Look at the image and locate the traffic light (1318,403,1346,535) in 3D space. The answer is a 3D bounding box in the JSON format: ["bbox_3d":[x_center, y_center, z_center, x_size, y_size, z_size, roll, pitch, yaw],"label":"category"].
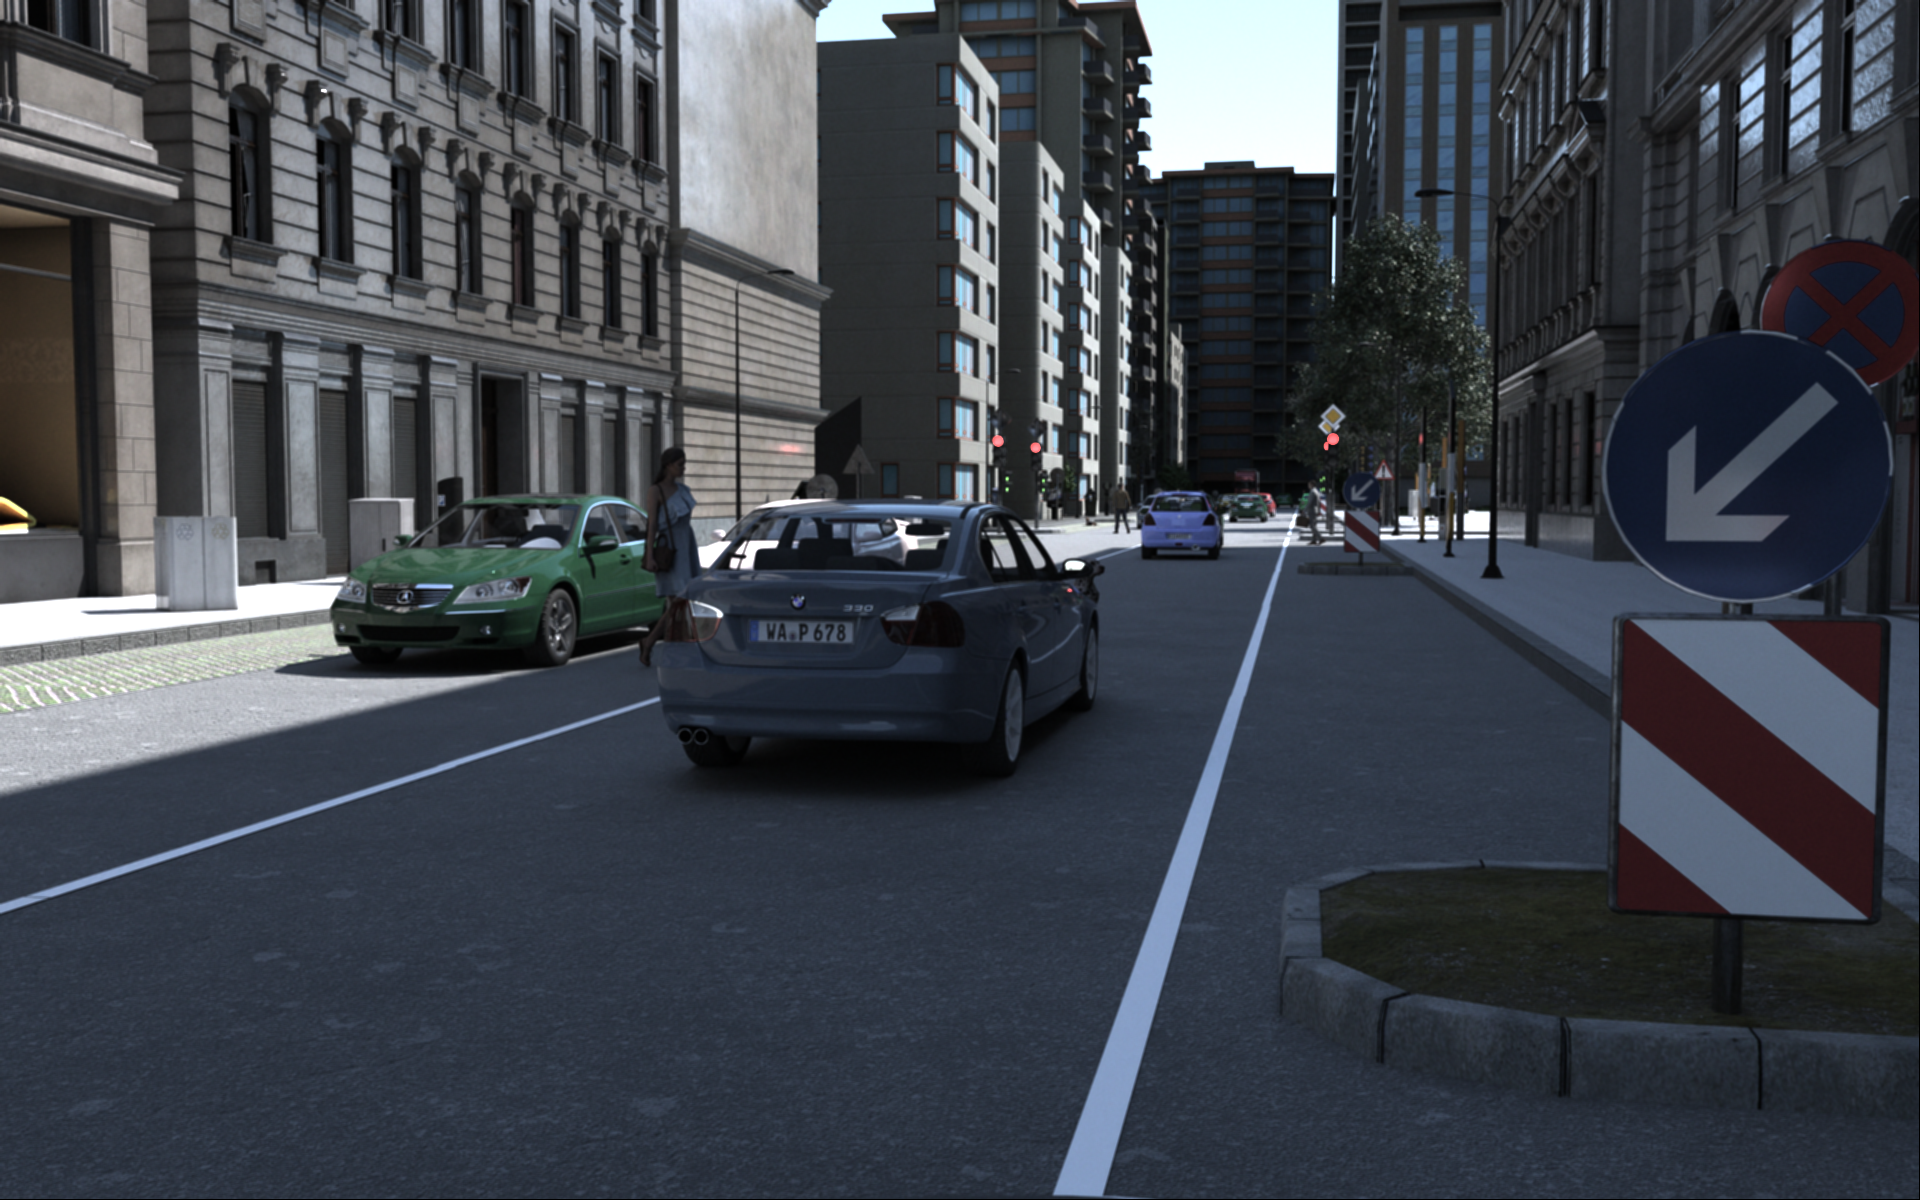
[{"bbox_3d":[11.559,-3.971,53.843,0.839,4.253,0.868,1,4,11],"label":"traffic light"}]

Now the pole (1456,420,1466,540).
[{"bbox_3d":[13.876,-3.311,47.974,0.158,3.312,0.155,0,3,0],"label":"pole"}]

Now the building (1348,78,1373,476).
[{"bbox_3d":[54.501,-34.765,192.114,21.300,48.544,21.600,1,4,11],"label":"building"}]

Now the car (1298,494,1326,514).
[{"bbox_3d":[25.300,-7.073,124.447,1.959,1.807,4.718,1,4,11],"label":"car"}]

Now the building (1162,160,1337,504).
[{"bbox_3d":[35.055,-35.230,230.630,28.867,44.769,22.147,1,4,11],"label":"building"}]

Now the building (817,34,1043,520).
[{"bbox_3d":[-10.780,-14.509,82.262,27.650,21.520,28.899,1,4,11],"label":"building"}]

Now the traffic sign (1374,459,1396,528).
[{"bbox_3d":[15.795,-3.953,64.629,0.884,2.594,0.081,1,4,17],"label":"traffic sign"}]

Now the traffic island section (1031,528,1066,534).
[{"bbox_3d":[2.802,-2.541,63.823,2.009,0.180,2.903,1,4,11],"label":"traffic island section"}]

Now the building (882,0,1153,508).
[{"bbox_3d":[5.424,-30.585,154.683,22.147,44.769,28.867,1,4,11],"label":"building"}]

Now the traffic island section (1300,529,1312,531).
[{"bbox_3d":[13.143,-2.416,61.783,2.009,0.180,2.903,1,4,11],"label":"traffic island section"}]

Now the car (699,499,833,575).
[{"bbox_3d":[-1.779,-0.503,20.587,2.083,1.381,4.827,1,4,13],"label":"car"}]

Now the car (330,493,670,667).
[{"bbox_3d":[-3.927,-0.257,15.994,2.131,1.459,4.920,1,4,11],"label":"car"}]

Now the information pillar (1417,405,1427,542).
[{"bbox_3d":[12.293,-3.346,46.057,0.183,3.616,0.504,0,4,3],"label":"information pillar"}]

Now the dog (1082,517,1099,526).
[{"bbox_3d":[5.862,-3.520,77.745,0.550,0.427,0.748,-2,4,-35],"label":"dog"}]

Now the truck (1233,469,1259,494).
[{"bbox_3d":[32.494,-12.688,196.361,2.839,4.237,11.283,1,4,11],"label":"truck"}]

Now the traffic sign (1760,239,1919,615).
[{"bbox_3d":[4.435,-0.530,8.766,0.768,2.556,0.104,1,4,17],"label":"traffic sign"}]

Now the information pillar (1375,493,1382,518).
[{"bbox_3d":[21.294,-5.106,87.972,0.304,2.012,0.304,2,4,30],"label":"information pillar"}]

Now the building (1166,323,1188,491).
[{"bbox_3d":[10.810,-21.701,199.856,28.899,21.520,27.650,1,4,11],"label":"building"}]

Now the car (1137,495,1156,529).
[{"bbox_3d":[8.414,-3.675,72.090,2.014,1.417,4.499,1,4,12],"label":"car"}]

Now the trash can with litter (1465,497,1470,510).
[{"bbox_3d":[38.811,-7.424,132.766,0.624,1.170,1.055,1,4,8],"label":"trash can with litter"}]

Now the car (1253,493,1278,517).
[{"bbox_3d":[18.861,-6.098,108.746,2.155,1.783,4.494,1,4,13],"label":"car"}]

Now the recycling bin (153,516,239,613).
[{"bbox_3d":[-8.470,-0.406,19.199,0.722,1.027,0.722,-3,4,-36],"label":"recycling bin"}]

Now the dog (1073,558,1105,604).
[{"bbox_3d":[1.179,-0.005,16.918,0.513,0.831,0.800,1,4,8],"label":"dog"}]

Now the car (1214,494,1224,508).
[{"bbox_3d":[24.470,-9.019,159.256,2.131,1.459,4.920,1,4,12],"label":"car"}]

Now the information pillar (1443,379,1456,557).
[{"bbox_3d":[9.988,-2.684,35.243,0.183,3.616,0.504,1,4,8],"label":"information pillar"}]

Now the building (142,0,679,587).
[{"bbox_3d":[-12.976,-11.197,32.219,9.793,20.994,18.267,1,4,11],"label":"building"}]

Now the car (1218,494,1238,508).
[{"bbox_3d":[21.965,-7.965,140.447,2.015,1.641,3.980,1,4,12],"label":"car"}]

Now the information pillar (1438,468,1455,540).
[{"bbox_3d":[13.503,-2.665,48.066,0.304,2.012,0.304,-2,4,-27],"label":"information pillar"}]

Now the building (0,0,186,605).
[{"bbox_3d":[-18.424,-9.317,3.245,10.553,20.767,40.483,1,4,11],"label":"building"}]

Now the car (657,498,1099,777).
[{"bbox_3d":[-0.284,0.110,10.208,2.014,1.417,4.499,1,4,13],"label":"car"}]

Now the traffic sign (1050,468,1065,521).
[{"bbox_3d":[4.670,-5.086,83.263,0.768,2.556,0.104,1,4,18],"label":"traffic sign"}]

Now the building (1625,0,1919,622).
[{"bbox_3d":[15.739,-10.794,18.287,13.314,21.916,24.055,1,4,11],"label":"building"}]

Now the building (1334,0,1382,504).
[{"bbox_3d":[59.571,-48.198,226.285,20.611,71.187,20.563,1,4,11],"label":"building"}]

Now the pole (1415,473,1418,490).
[{"bbox_3d":[30.781,-7.517,116.742,0.158,3.312,0.155,0,3,0],"label":"pole"}]

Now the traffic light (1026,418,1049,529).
[{"bbox_3d":[2.839,-4.572,63.681,0.839,4.253,0.868,1,4,11],"label":"traffic light"}]

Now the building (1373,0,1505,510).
[{"bbox_3d":[42.314,-30.279,145.173,14.600,45.320,14.200,1,4,11],"label":"building"}]

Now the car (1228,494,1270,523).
[{"bbox_3d":[14.791,-4.704,88.707,2.131,1.459,4.920,1,4,12],"label":"car"}]

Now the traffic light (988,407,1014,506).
[{"bbox_3d":[1.292,-4.093,55.846,0.839,4.253,0.868,1,4,11],"label":"traffic light"}]

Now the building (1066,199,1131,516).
[{"bbox_3d":[-3.548,-16.718,118.377,27.650,21.520,28.899,1,4,11],"label":"building"}]

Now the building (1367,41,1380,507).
[{"bbox_3d":[50.700,-33.440,166.357,23.786,49.044,30.456,1,4,11],"label":"building"}]

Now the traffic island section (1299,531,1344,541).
[{"bbox_3d":[11.596,-1.937,53.949,2.009,0.180,2.903,1,4,11],"label":"traffic island section"}]

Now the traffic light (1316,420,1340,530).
[{"bbox_3d":[13.106,-4.450,61.677,0.839,4.253,0.868,1,4,11],"label":"traffic light"}]

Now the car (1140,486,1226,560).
[{"bbox_3d":[5.031,-1.812,39.220,1.945,1.707,3.694,1,4,9],"label":"car"}]

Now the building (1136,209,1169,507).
[{"bbox_3d":[13.471,-24.691,175.396,14.160,30.474,14.107,1,4,11],"label":"building"}]

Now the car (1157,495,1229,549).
[{"bbox_3d":[6.181,-2.137,46.743,2.131,1.459,4.920,1,4,10],"label":"car"}]

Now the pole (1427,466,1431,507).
[{"bbox_3d":[32.241,-7.663,119.140,0.158,3.312,0.155,0,3,0],"label":"pole"}]

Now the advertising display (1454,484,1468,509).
[{"bbox_3d":[33.471,-6.770,115.897,0.974,1.923,0.123,2,4,34],"label":"advertising display"}]

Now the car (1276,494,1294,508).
[{"bbox_3d":[34.702,-10.778,185.020,1.959,1.807,4.718,1,4,12],"label":"car"}]

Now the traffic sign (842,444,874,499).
[{"bbox_3d":[-2.665,-2.767,45.245,0.884,2.594,0.081,1,4,17],"label":"traffic sign"}]

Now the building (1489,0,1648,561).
[{"bbox_3d":[18.465,-10.755,40.473,10.561,19.102,19.286,1,4,11],"label":"building"}]

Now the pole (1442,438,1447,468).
[{"bbox_3d":[17.479,-4.204,62.577,0.158,3.312,0.155,0,3,0],"label":"pole"}]

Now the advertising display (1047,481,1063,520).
[{"bbox_3d":[4.761,-4.994,86.869,0.974,1.923,0.123,3,5,42],"label":"advertising display"}]

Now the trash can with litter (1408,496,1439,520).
[{"bbox_3d":[22.875,-4.512,84.832,2.233,1.210,1.678,0,4,-7],"label":"trash can with litter"}]
